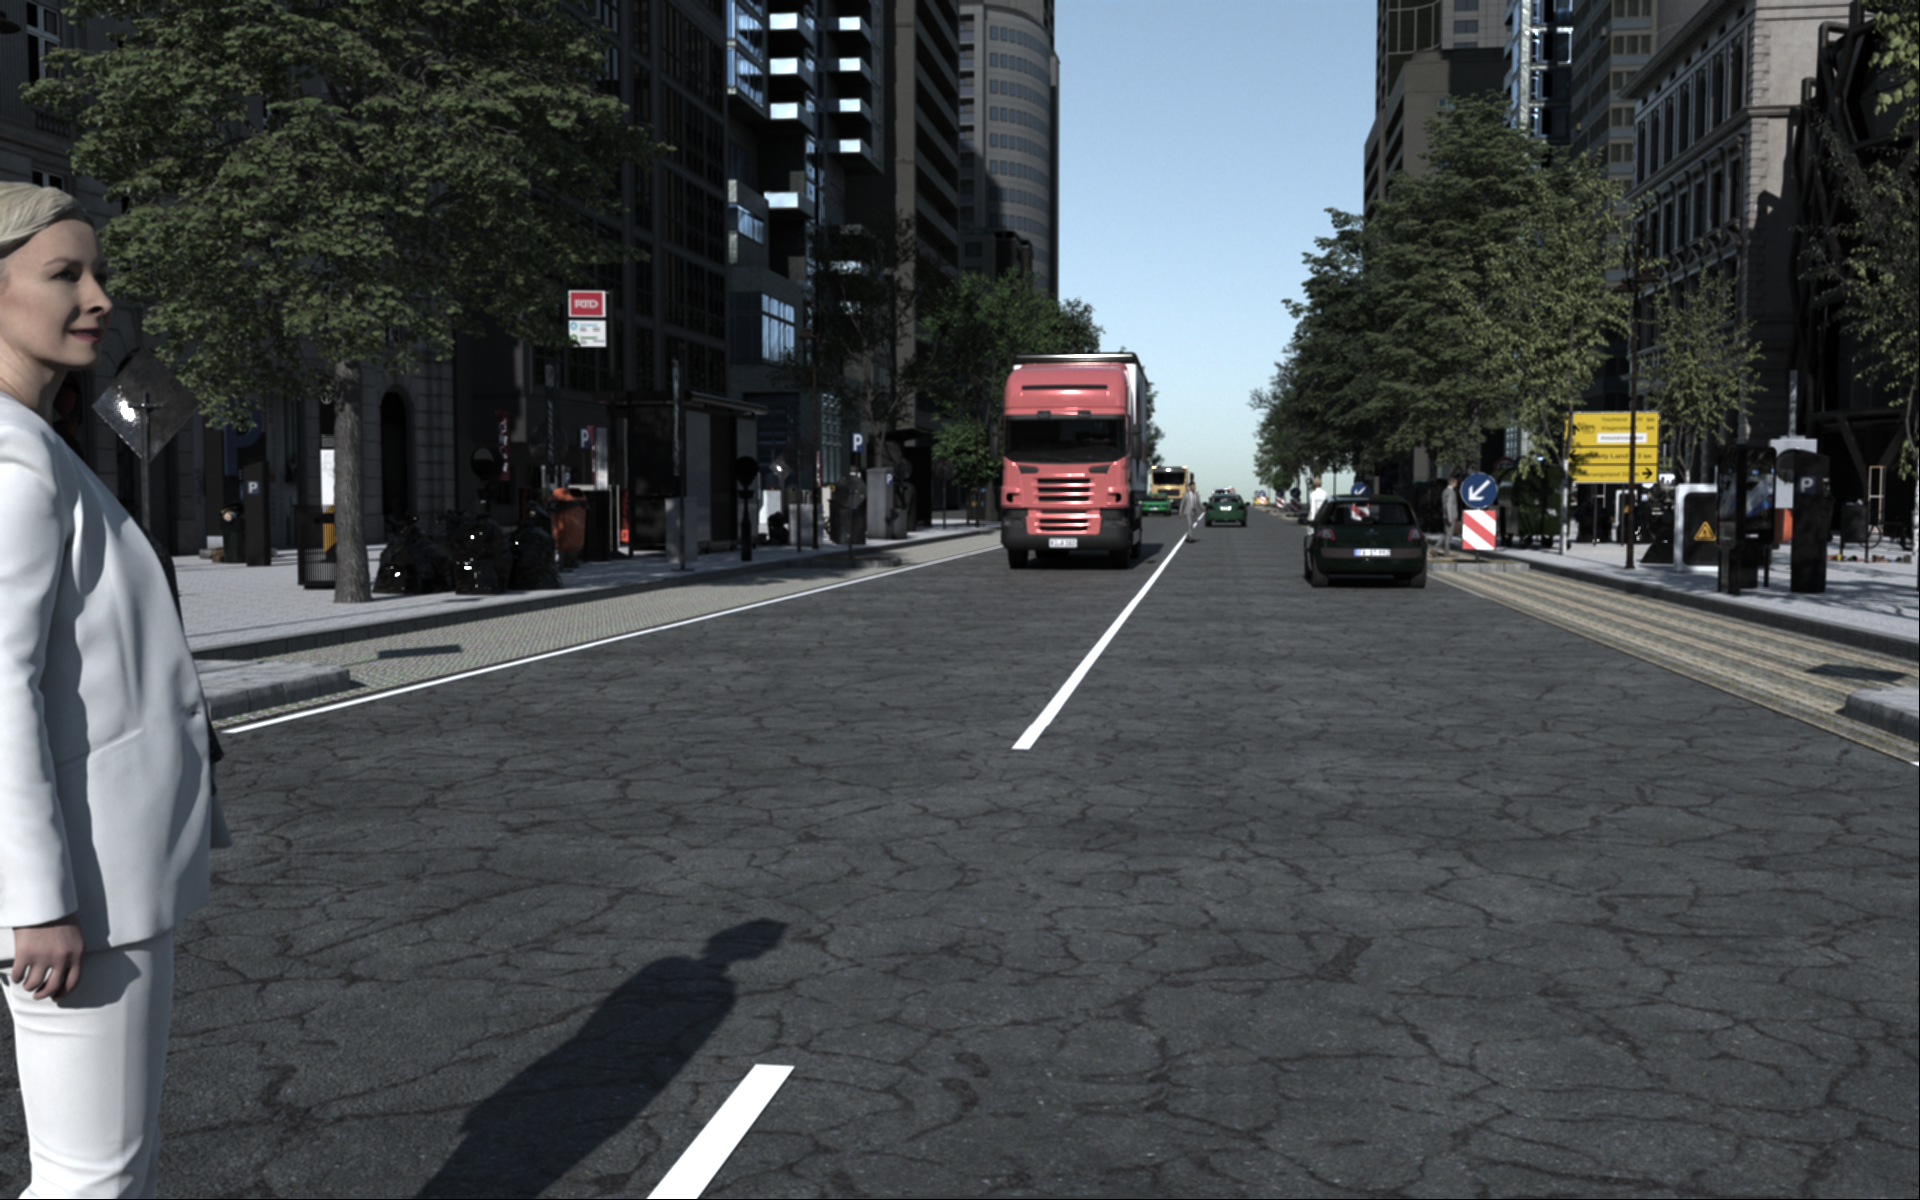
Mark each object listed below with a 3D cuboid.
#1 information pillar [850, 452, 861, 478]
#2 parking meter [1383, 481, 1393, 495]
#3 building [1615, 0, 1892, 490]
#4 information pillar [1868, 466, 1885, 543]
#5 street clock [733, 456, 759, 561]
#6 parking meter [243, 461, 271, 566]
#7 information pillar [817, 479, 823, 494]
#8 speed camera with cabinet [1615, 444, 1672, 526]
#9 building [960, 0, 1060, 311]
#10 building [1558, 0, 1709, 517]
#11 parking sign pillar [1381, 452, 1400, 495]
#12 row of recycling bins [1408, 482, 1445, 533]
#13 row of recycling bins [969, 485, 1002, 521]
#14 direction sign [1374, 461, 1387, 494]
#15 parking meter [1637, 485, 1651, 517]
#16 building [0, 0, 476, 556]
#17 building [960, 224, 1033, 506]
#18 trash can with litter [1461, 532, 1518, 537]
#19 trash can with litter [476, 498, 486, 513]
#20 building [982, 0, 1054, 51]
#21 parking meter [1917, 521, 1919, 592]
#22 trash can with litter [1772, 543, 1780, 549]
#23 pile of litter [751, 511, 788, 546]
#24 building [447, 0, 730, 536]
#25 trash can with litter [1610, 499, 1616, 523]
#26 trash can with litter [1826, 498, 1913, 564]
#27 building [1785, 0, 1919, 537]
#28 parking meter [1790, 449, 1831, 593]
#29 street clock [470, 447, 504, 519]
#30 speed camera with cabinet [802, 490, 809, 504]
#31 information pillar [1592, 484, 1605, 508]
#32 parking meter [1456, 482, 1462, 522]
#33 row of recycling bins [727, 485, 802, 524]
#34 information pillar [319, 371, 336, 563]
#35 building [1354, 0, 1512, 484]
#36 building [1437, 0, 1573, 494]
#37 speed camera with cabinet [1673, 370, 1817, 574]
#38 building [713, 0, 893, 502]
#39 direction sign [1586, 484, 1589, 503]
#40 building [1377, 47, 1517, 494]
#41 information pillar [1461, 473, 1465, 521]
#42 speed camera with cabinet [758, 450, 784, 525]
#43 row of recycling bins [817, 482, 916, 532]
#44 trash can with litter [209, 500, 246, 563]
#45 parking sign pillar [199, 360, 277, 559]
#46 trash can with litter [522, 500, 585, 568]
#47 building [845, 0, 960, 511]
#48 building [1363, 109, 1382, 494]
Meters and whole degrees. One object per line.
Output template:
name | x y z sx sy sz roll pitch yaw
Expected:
information pillar | -4.055 -4.625 66.975 0.504 3.616 0.183 3 4 38
parking meter | 19.578 -4.495 79.210 0.399 1.863 0.255 0 4 -4
building | 34.884 -14.839 71.490 11.050 23.489 19.941 1 4 8
information pillar | 24.211 -2.525 45.769 0.304 2.012 0.304 3 5 42
street clock | -4.095 -1.747 33.134 0.471 2.002 0.358 -1 4 -12
parking meter | -12.501 -1.534 30.786 0.399 1.863 0.255 0 4 8
information pillar | -6.687 -4.749 82.130 0.304 2.012 0.304 2 4 26
speed camera with cabinet | 27.055 -4.534 68.474 2.038 3.252 0.660 3 4 37
building | 0.199 -40.857 210.018 21.231 58.520 28.212 1 4 8
building | 49.581 -25.042 101.317 32.217 40.220 23.993 1 4 8
parking sign pillar | 20.824 -5.785 83.059 1.447 3.967 1.447 1 4 9
row of recycling bins | 15.920 -3.190 59.275 1.069 1.692 3.534 0 4 7
row of recycling bins | 1.581 -4.678 83.591 1.069 1.692 3.534 -2 4 -30
direction sign | 18.535 -5.159 76.348 0.876 3.537 0.379 -3 5 -40
parking meter | 19.019 -2.432 48.178 0.372 1.533 0.369 0 3 0
building | -21.749 -11.983 37.720 13.314 21.916 24.055 1 4 8
building | 0.283 -25.554 189.508 14.160 30.474 14.107 1 4 8
trash can with litter | 15.902 -2.496 51.867 2.233 1.210 1.678 -1 4 -14
trash can with litter | -11.245 -1.879 41.775 1.678 1.210 2.233 1 4 9
building | 4.227 -48.649 233.667 20.563 71.187 20.611 1 4 8
parking meter | 12.780 -0.874 22.694 0.372 1.533 0.369 0 3 0
trash can with litter | 18.762 -1.772 40.353 0.624 1.170 1.055 1 4 13
pile of litter | -4.894 -1.821 43.732 1.176 0.858 1.719 2 4 24
building | -17.974 -16.375 61.234 14.314 27.812 24.014 1 4 8
trash can with litter | 28.770 -3.941 75.821 1.055 1.170 0.624 -2 4 -34
trash can with litter | 17.177 -1.320 32.639 1.678 1.210 2.233 -2 4 -32
building | 34.987 -11.353 53.073 16.820 18.784 16.811 1 4 8
parking meter | 11.053 -1.026 22.493 0.255 1.863 0.399 -3 5 -40
street clock | -7.264 -1.351 26.653 0.471 2.002 0.358 2 4 26
speed camera with cabinet | -7.687 -5.096 77.654 2.038 3.252 0.660 2 4 23
information pillar | 19.867 -3.022 53.909 0.304 2.012 0.304 0 3 0
parking meter | 22.597 -4.430 78.142 0.399 1.863 0.255 1 4 22
row of recycling bins | -8.557 -4.202 75.819 3.534 1.692 1.069 1 4 15
information pillar | -11.651 -2.498 32.198 0.504 3.616 0.183 0 4 5
building | 63.358 -48.252 227.175 20.563 71.187 20.611 1 4 8
building | 48.981 -49.851 127.741 22.319 86.520 31.000 1 4 8
speed camera with cabinet | 12.608 -2.049 27.843 2.038 3.252 0.660 1 4 22
building | -15.976 -48.344 103.088 22.319 86.520 31.000 1 4 8
direction sign | 24.053 -4.548 66.360 0.379 3.537 0.876 1 4 12
building | 57.116 -34.355 185.403 21.300 48.544 21.600 1 4 8
information pillar | 17.421 -3.360 59.435 0.304 2.012 0.304 -2 4 -26
speed camera with cabinet | -8.373 -4.800 72.812 0.660 3.252 2.038 2 4 33
row of recycling bins | -3.194 -3.185 59.193 3.534 1.692 1.069 1 4 14
trash can with litter | -13.638 -1.275 32.238 1.055 1.170 0.624 3 4 37
parking sign pillar | -14.460 -2.821 34.600 1.447 3.967 1.447 1 4 17
trash can with litter | -7.066 -1.148 30.159 1.055 1.170 0.624 0 4 8
building | -12.109 -30.979 130.213 21.300 48.544 21.600 1 4 8
building | 59.783 -35.668 206.866 21.300 48.544 21.600 1 4 8
